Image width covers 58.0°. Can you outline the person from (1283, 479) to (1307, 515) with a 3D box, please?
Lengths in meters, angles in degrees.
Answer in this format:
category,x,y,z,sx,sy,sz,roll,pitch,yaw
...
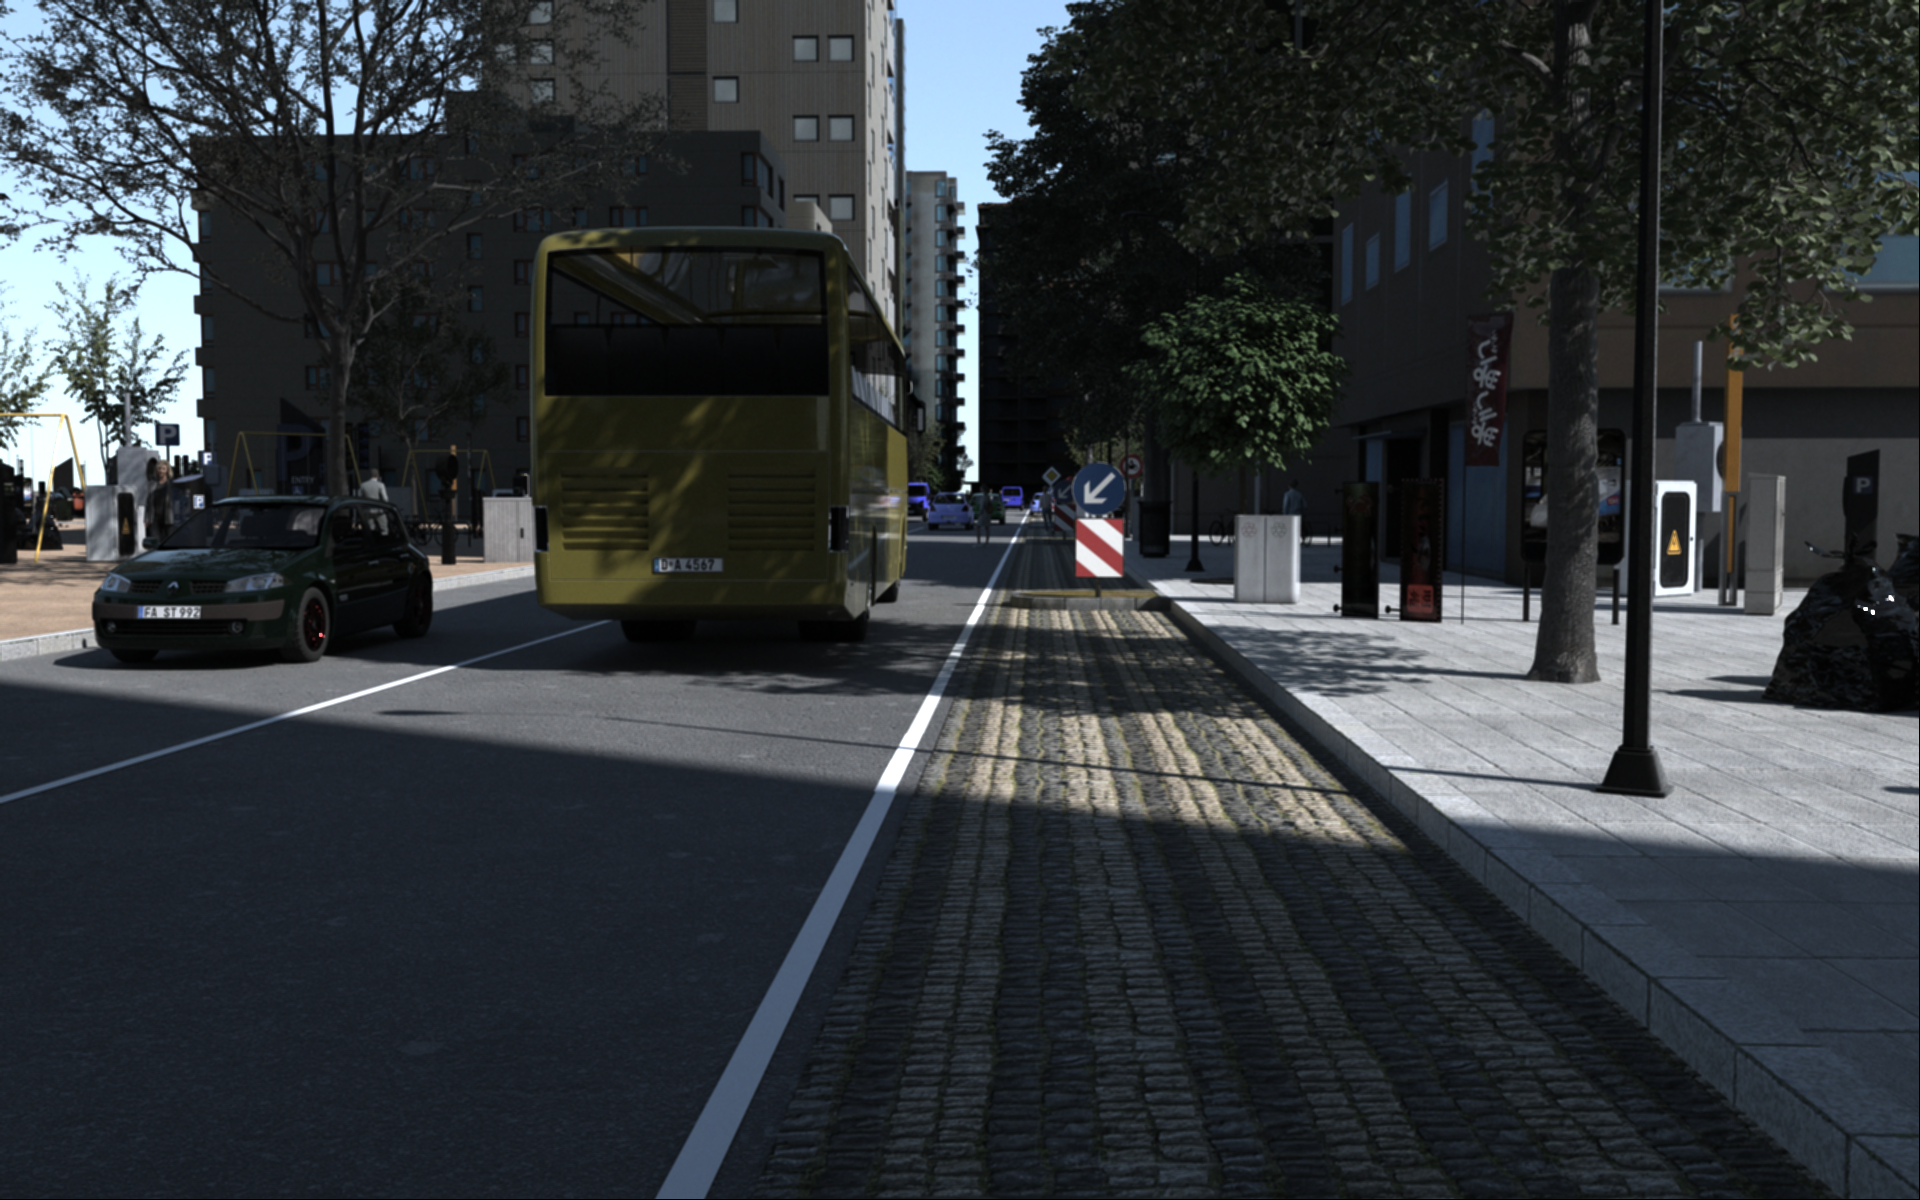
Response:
category,x,y,z,sx,sy,sz,roll,pitch,yaw
person,6.899,-1.716,35.911,0.589,1.601,0.330,-1,4,-13

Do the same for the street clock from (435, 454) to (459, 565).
category,x,y,z,sx,sy,sz,roll,pitch,yaw
street clock,-9.296,-1.643,31.436,0.358,2.002,0.471,1,4,11

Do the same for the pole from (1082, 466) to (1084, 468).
category,x,y,z,sx,sy,sz,roll,pitch,yaw
pole,8.885,-7.998,124.607,0.158,3.312,0.155,0,3,0

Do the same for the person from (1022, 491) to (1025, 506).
category,x,y,z,sx,sy,sz,roll,pitch,yaw
person,7.638,-12.441,211.875,0.705,1.831,1.348,-2,4,-30

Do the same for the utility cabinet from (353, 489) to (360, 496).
category,x,y,z,sx,sy,sz,roll,pitch,yaw
utility cabinet,-39.746,-6.438,113.947,1.173,1.500,0.318,-1,4,-12

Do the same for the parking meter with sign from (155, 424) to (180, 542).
category,x,y,z,sx,sy,sz,roll,pitch,yaw
parking meter with sign,-20.025,-2.899,43.659,0.543,3.016,1.738,-2,4,-30

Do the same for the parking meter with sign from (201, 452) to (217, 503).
category,x,y,z,sx,sy,sz,roll,pitch,yaw
parking meter with sign,-31.447,-4.677,72.728,0.543,3.016,1.738,-1,4,-19

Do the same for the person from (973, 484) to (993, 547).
category,x,y,z,sx,sy,sz,roll,pitch,yaw
person,0.661,-2.277,46.729,0.522,1.701,0.512,2,4,25

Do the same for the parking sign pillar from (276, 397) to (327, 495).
category,x,y,z,sx,sy,sz,roll,pitch,yaw
parking sign pillar,-18.279,-3.645,48.066,1.447,3.967,1.447,1,4,11

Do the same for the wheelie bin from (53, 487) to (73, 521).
category,x,y,z,sx,sy,sz,roll,pitch,yaw
wheelie bin,-42.621,-4.549,82.292,0.693,1.594,0.980,0,4,-3

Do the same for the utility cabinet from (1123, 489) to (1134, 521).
category,x,y,z,sx,sy,sz,roll,pitch,yaw
utility cabinet,7.791,-4.468,81.723,0.318,1.500,1.173,-2,4,-23

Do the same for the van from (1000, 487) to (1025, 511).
category,x,y,z,sx,sy,sz,roll,pitch,yaw
van,4.506,-8.883,149.623,2.240,2.365,5.245,0,4,3

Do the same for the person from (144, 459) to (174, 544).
category,x,y,z,sx,sy,sz,roll,pitch,yaw
person,-11.893,-1.214,26.075,0.709,1.800,0.728,0,4,-5

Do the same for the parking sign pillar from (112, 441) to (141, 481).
category,x,y,z,sx,sy,sz,roll,pitch,yaw
parking sign pillar,-40.914,-5.911,85.117,1.447,3.967,1.447,-2,4,-24

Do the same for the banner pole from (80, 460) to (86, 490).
category,x,y,z,sx,sy,sz,roll,pitch,yaw
banner pole,-65.249,-8.500,128.986,0.863,3.779,0.401,2,4,35

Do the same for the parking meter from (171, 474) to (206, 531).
category,x,y,z,sx,sy,sz,roll,pitch,yaw
parking meter,-9.447,-0.785,21.241,0.372,1.533,0.369,0,3,0

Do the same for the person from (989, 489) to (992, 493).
category,x,y,z,sx,sy,sz,roll,pitch,yaw
person,2.600,-8.589,148.810,0.818,1.842,0.514,-1,4,-19

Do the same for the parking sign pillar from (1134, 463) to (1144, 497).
category,x,y,z,sx,sy,sz,roll,pitch,yaw
parking sign pillar,14.260,-9.045,136.364,1.447,3.967,1.447,-2,4,-29

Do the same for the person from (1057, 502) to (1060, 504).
category,x,y,z,sx,sy,sz,roll,pitch,yaw
person,12.070,-12.464,210.751,0.530,1.710,0.541,1,4,21

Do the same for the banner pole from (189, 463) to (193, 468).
category,x,y,z,sx,sy,sz,roll,pitch,yaw
banner pole,-54.139,-8.056,121.729,0.863,3.779,0.401,0,4,1

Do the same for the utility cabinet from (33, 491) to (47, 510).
category,x,y,z,sx,sy,sz,roll,pitch,yaw
utility cabinet,-66.528,-7.112,124.952,1.173,1.500,0.318,0,4,4

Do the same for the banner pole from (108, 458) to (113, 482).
category,x,y,z,sx,sy,sz,roll,pitch,yaw
banner pole,-51.101,-7.022,104.829,0.863,3.779,0.401,0,4,-7

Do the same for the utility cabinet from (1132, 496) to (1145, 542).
category,x,y,z,sx,sy,sz,roll,pitch,yaw
utility cabinet,5.117,-2.205,47.207,1.020,1.237,0.306,-3,5,-43

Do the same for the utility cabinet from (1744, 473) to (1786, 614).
category,x,y,z,sx,sy,sz,roll,pitch,yaw
utility cabinet,8.718,-0.614,18.724,0.318,1.500,1.173,2,4,29

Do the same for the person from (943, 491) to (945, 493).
category,x,y,z,sx,sy,sz,roll,pitch,yaw
person,-1.985,-11.801,199.441,0.568,1.767,0.683,3,4,38

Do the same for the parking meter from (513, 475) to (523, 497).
category,x,y,z,sx,sy,sz,roll,pitch,yaw
parking meter,-13.351,-2.852,52.348,0.255,1.863,0.399,0,4,-8

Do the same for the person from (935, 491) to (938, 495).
category,x,y,z,sx,sy,sz,roll,pitch,yaw
person,-2.616,-11.739,197.993,0.705,1.822,1.348,0,4,2

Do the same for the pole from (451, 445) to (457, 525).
category,x,y,z,sx,sy,sz,roll,pitch,yaw
pole,-21.175,-4.809,72.473,0.158,3.312,0.155,0,3,0

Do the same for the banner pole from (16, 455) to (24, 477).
category,x,y,z,sx,sy,sz,roll,pitch,yaw
banner pole,-59.803,-7.354,110.251,0.401,3.779,0.863,0,4,3

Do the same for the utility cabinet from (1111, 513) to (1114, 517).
category,x,y,z,sx,sy,sz,roll,pitch,yaw
utility cabinet,8.730,-5.252,97.037,0.306,1.237,1.020,1,4,23

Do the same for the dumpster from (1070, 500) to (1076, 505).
category,x,y,z,sx,sy,sz,roll,pitch,yaw
dumpster,7.960,-6.614,113.898,1.264,1.857,1.865,0,4,2

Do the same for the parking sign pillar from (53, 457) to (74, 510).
category,x,y,z,sx,sy,sz,roll,pitch,yaw
parking sign pillar,-64.362,-8.308,124.303,1.447,3.967,1.447,-3,4,-36

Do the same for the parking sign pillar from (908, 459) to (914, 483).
category,x,y,z,sx,sy,sz,roll,pitch,yaw
parking sign pillar,-4.145,-8.702,130.745,1.447,3.967,1.447,0,4,8

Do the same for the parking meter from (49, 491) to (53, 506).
category,x,y,z,sx,sy,sz,roll,pitch,yaw
parking meter,-75.617,-8.304,144.187,0.372,1.533,0.369,0,3,0

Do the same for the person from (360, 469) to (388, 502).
category,x,y,z,sx,sy,sz,roll,pitch,yaw
person,-12.253,-1.845,36.316,0.635,1.810,0.391,0,4,1

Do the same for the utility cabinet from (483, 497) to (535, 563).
category,x,y,z,sx,sy,sz,roll,pitch,yaw
utility cabinet,-8.412,-1.303,32.472,1.020,1.237,0.306,-1,4,-16

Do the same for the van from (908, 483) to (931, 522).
category,x,y,z,sx,sy,sz,roll,pitch,yaw
van,-2.570,-5.306,91.132,2.240,2.365,5.245,0,4,1

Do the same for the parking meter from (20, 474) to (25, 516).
category,x,y,z,sx,sy,sz,roll,pitch,yaw
parking meter,-26.843,-2.663,49.257,0.399,1.863,0.255,-2,4,-30

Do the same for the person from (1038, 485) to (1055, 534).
category,x,y,z,sx,sy,sz,roll,pitch,yaw
person,3.195,-3.200,61.495,0.731,1.740,0.598,-2,4,-24

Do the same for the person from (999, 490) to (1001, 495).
category,x,y,z,sx,sy,sz,roll,pitch,yaw
person,3.633,-8.959,155.176,0.606,1.804,0.583,0,4,8

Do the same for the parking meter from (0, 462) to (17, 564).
category,x,y,z,sx,sy,sz,roll,pitch,yaw
parking meter,-17.536,-1.593,31.764,0.399,1.863,0.255,2,4,28

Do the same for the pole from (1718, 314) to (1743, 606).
category,x,y,z,sx,sy,sz,roll,pitch,yaw
pole,8.793,-1.584,19.743,0.158,3.312,0.155,0,3,0

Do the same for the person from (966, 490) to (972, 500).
category,x,y,z,sx,sy,sz,roll,pitch,yaw
person,0.737,-9.966,171.450,1.348,1.824,0.705,3,5,42

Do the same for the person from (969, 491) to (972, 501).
category,x,y,z,sx,sy,sz,roll,pitch,yaw
person,0.989,-11.464,196.463,0.750,1.759,0.617,0,4,-5

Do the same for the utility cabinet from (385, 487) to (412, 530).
category,x,y,z,sx,sy,sz,roll,pitch,yaw
utility cabinet,-18.053,-2.836,55.044,1.173,1.500,0.318,-1,4,-12
